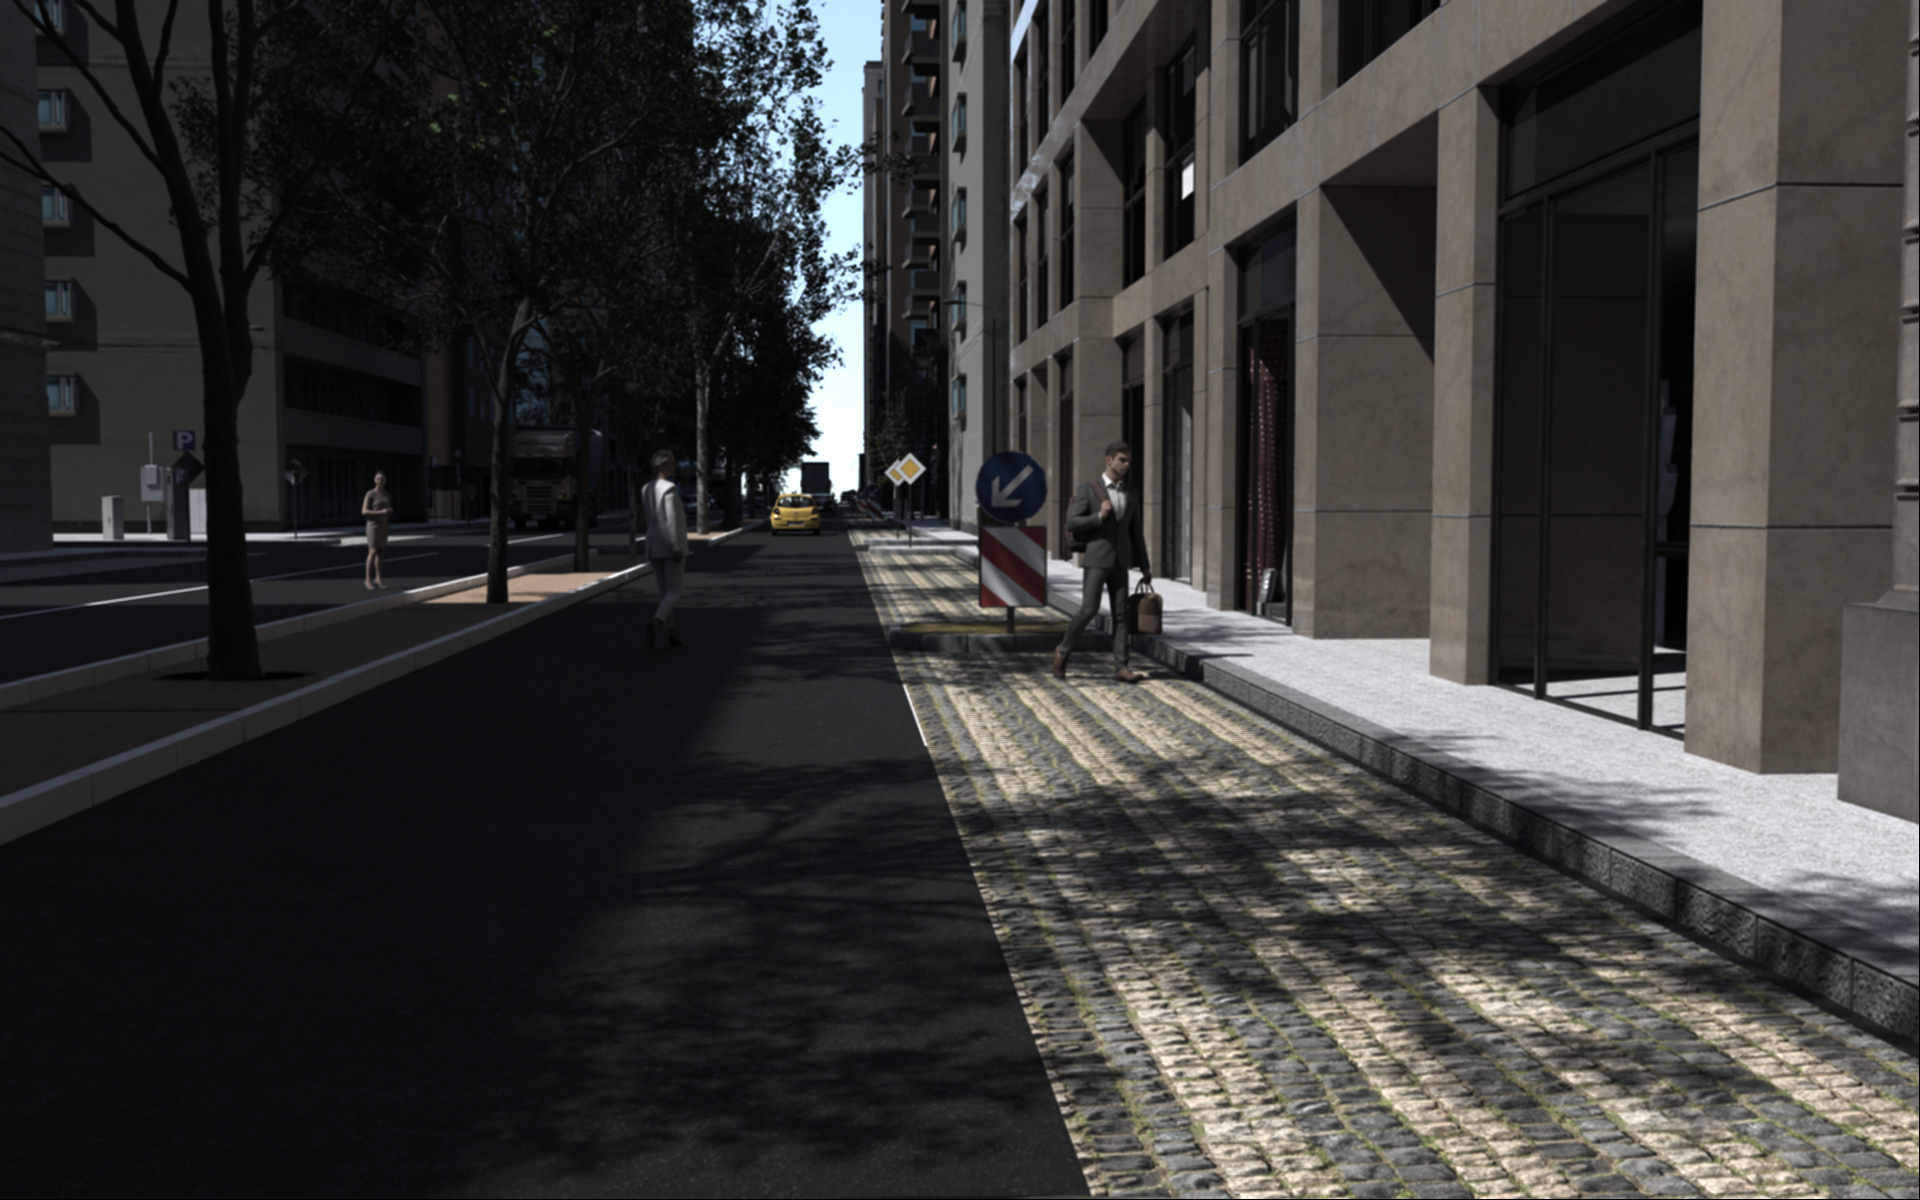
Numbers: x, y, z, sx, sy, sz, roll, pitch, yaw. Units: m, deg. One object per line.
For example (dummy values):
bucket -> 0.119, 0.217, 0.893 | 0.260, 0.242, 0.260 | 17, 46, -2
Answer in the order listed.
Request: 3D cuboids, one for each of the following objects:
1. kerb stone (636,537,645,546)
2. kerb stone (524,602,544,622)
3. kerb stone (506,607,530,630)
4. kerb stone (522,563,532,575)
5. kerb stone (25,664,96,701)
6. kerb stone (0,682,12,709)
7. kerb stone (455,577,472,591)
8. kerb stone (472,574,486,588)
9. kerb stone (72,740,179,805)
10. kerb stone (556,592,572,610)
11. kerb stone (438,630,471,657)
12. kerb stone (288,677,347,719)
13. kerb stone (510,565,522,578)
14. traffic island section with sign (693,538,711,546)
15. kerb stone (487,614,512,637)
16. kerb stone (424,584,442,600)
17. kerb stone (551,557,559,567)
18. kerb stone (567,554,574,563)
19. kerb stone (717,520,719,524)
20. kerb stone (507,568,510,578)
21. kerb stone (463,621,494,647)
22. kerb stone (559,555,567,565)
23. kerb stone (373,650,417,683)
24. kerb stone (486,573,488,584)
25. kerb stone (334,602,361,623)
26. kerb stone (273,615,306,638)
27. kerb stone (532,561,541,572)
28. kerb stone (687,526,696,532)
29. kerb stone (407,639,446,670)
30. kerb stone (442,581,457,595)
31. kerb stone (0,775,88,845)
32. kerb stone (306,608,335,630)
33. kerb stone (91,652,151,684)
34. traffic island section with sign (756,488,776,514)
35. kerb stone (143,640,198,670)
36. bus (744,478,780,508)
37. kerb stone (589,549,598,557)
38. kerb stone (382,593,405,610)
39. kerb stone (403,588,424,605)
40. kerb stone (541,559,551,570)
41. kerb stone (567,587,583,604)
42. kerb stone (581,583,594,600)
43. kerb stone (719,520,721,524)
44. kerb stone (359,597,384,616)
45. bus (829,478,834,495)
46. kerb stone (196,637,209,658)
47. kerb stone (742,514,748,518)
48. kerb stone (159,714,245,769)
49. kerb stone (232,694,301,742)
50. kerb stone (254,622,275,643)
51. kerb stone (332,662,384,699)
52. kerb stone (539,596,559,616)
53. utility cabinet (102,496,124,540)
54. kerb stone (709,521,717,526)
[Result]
kerb stone -> -9.181, -1.685, 49.738 | 0.120, 0.150, 1.000 | 0, 4, -4
kerb stone -> -4.904, 0.153, 19.691 | 0.120, 0.150, 1.000 | 0, 4, -4
kerb stone -> -4.816, 0.215, 18.672 | 0.120, 0.150, 1.000 | 0, 4, -4
kerb stone -> -7.797, -0.525, 30.774 | 0.120, 0.150, 1.000 | 0, 4, -4
kerb stone -> -6.474, 0.602, 12.390 | 0.120, 0.150, 1.000 | 0, 4, -4
kerb stone -> -6.396, 0.666, 11.365 | 0.120, 0.150, 1.000 | 0, 4, -4
kerb stone -> -7.435, -0.210, 25.658 | 0.120, 0.150, 1.000 | 0, 4, -4
kerb stone -> -7.503, -0.274, 26.682 | 0.120, 0.150, 1.000 | 0, 4, -4
kerb stone -> -4.079, 0.841, 8.453 | 0.120, 0.150, 1.000 | 0, 4, -4
kerb stone -> -5.042, 0.031, 21.736 | 0.120, 0.150, 1.000 | 0, 4, -4
kerb stone -> -4.594, 0.405, 15.597 | 0.120, 0.150, 1.000 | 0, 4, -4
kerb stone -> -4.296, 0.657, 11.513 | 0.120, 0.150, 1.000 | 0, 4, -4
kerb stone -> -7.721, -0.462, 29.751 | 0.120, 0.150, 1.000 | 0, 4, -4
traffic island section with sign -> -8.062, -2.483, 48.730 | 2.006, 1.907, 1.989 | 0, 4, -4
kerb stone -> -4.744, 0.278, 17.653 | 0.120, 0.150, 1.000 | 0, 4, -4
kerb stone -> -7.278, -0.087, 23.619 | 0.120, 0.150, 1.000 | 0, 4, -4
kerb stone -> -8.029, -0.713, 33.848 | 0.120, 0.150, 1.000 | 0, 4, -4
kerb stone -> -8.188, -0.838, 35.898 | 0.120, 0.150, 1.000 | 0, 4, -4
kerb stone -> -11.413, -3.560, 80.404 | 0.120, 0.150, 1.000 | 0, 4, -4
kerb stone -> -7.658, -0.400, 28.731 | 0.120, 0.150, 1.000 | 0, 4, -4
kerb stone -> -4.662, 0.341, 16.624 | 0.120, 0.150, 1.000 | 0, 4, -4
kerb stone -> -8.100, -0.776, 34.876 | 0.120, 0.150, 1.000 | 0, 4, -4
kerb stone -> -4.454, 0.529, 13.553 | 0.120, 0.150, 1.000 | 0, 4, -4
kerb stone -> -7.577, -0.337, 27.702 | 0.120, 0.150, 1.000 | 0, 4, -4
kerb stone -> -6.985, 0.162, 19.540 | 0.120, 0.150, 1.000 | 0, 4, -4
kerb stone -> -6.843, 0.287, 17.497 | 0.120, 0.150, 1.000 | 0, 4, -4
kerb stone -> -7.879, -0.588, 31.806 | 0.120, 0.150, 1.000 | 0, 4, -4
kerb stone -> -10.442, -2.747, 67.118 | 0.120, 0.150, 1.000 | 0, 4, -4
kerb stone -> -4.519, 0.466, 14.578 | 0.120, 0.150, 1.000 | 0, 4, -4
kerb stone -> -7.362, -0.145, 24.639 | 0.120, 0.150, 1.000 | 0, 4, -4
kerb stone -> -4.003, 0.903, 7.434 | 0.120, 0.150, 1.000 | 0, 4, -4
kerb stone -> -6.913, 0.225, 18.517 | 0.120, 0.150, 1.000 | 0, 4, -4
kerb stone -> -6.548, 0.540, 13.410 | 0.120, 0.150, 1.000 | 0, 4, -4
traffic island section with sign -> -13.509, -7.066, 123.672 | 2.006, 1.907, 1.989 | 0, 4, -4
kerb stone -> -6.619, 0.474, 14.439 | 0.120, 0.150, 1.000 | 0, 4, -4
bus -> -20.234, -11.206, 178.079 | 2.948, 3.499, 13.247 | 0, 4, -2
kerb stone -> -8.475, -1.088, 39.992 | 0.120, 0.150, 1.000 | 0, 4, -4
kerb stone -> -7.134, 0.038, 21.579 | 0.120, 0.150, 1.000 | 0, 4, -4
kerb stone -> -7.205, -0.024, 22.599 | 0.120, 0.150, 1.000 | 0, 4, -4
kerb stone -> -7.951, -0.648, 32.826 | 0.120, 0.150, 1.000 | 0, 4, -4
kerb stone -> -5.119, -0.031, 22.765 | 0.120, 0.150, 1.000 | 0, 4, -4
kerb stone -> -5.191, -0.091, 23.785 | 0.120, 0.150, 1.000 | 0, 4, -4
kerb stone -> -11.473, -3.623, 81.433 | 0.120, 0.150, 1.000 | 0, 4, -4
kerb stone -> -7.063, 0.100, 20.560 | 0.120, 0.150, 1.000 | 0, 4, -4
bus -> -19.273, -15.352, 242.549 | 2.896, 3.916, 12.252 | 0, 4, -3
kerb stone -> -6.684, 0.412, 15.459 | 0.120, 0.150, 1.000 | 0, 4, -4
kerb stone -> -13.482, -5.311, 109.038 | 0.120, 0.150, 1.000 | 0, 4, -4
kerb stone -> -4.155, 0.778, 9.472 | 0.120, 0.150, 1.000 | 0, 4, -4
kerb stone -> -4.223, 0.716, 10.493 | 0.120, 0.150, 1.000 | 0, 4, -4
kerb stone -> -6.766, 0.350, 16.478 | 0.120, 0.150, 1.000 | 0, 4, -4
kerb stone -> -4.380, 0.591, 12.531 | 0.120, 0.150, 1.000 | 0, 4, -4
kerb stone -> -4.969, 0.091, 20.711 | 0.120, 0.150, 1.000 | 0, 4, -4
utility cabinet -> -23.716, -2.282, 48.472 | 0.306, 1.237, 1.020 | -3, 5, -41
kerb stone -> -11.331, -3.495, 79.386 | 0.120, 0.150, 1.000 | 0, 4, -4
